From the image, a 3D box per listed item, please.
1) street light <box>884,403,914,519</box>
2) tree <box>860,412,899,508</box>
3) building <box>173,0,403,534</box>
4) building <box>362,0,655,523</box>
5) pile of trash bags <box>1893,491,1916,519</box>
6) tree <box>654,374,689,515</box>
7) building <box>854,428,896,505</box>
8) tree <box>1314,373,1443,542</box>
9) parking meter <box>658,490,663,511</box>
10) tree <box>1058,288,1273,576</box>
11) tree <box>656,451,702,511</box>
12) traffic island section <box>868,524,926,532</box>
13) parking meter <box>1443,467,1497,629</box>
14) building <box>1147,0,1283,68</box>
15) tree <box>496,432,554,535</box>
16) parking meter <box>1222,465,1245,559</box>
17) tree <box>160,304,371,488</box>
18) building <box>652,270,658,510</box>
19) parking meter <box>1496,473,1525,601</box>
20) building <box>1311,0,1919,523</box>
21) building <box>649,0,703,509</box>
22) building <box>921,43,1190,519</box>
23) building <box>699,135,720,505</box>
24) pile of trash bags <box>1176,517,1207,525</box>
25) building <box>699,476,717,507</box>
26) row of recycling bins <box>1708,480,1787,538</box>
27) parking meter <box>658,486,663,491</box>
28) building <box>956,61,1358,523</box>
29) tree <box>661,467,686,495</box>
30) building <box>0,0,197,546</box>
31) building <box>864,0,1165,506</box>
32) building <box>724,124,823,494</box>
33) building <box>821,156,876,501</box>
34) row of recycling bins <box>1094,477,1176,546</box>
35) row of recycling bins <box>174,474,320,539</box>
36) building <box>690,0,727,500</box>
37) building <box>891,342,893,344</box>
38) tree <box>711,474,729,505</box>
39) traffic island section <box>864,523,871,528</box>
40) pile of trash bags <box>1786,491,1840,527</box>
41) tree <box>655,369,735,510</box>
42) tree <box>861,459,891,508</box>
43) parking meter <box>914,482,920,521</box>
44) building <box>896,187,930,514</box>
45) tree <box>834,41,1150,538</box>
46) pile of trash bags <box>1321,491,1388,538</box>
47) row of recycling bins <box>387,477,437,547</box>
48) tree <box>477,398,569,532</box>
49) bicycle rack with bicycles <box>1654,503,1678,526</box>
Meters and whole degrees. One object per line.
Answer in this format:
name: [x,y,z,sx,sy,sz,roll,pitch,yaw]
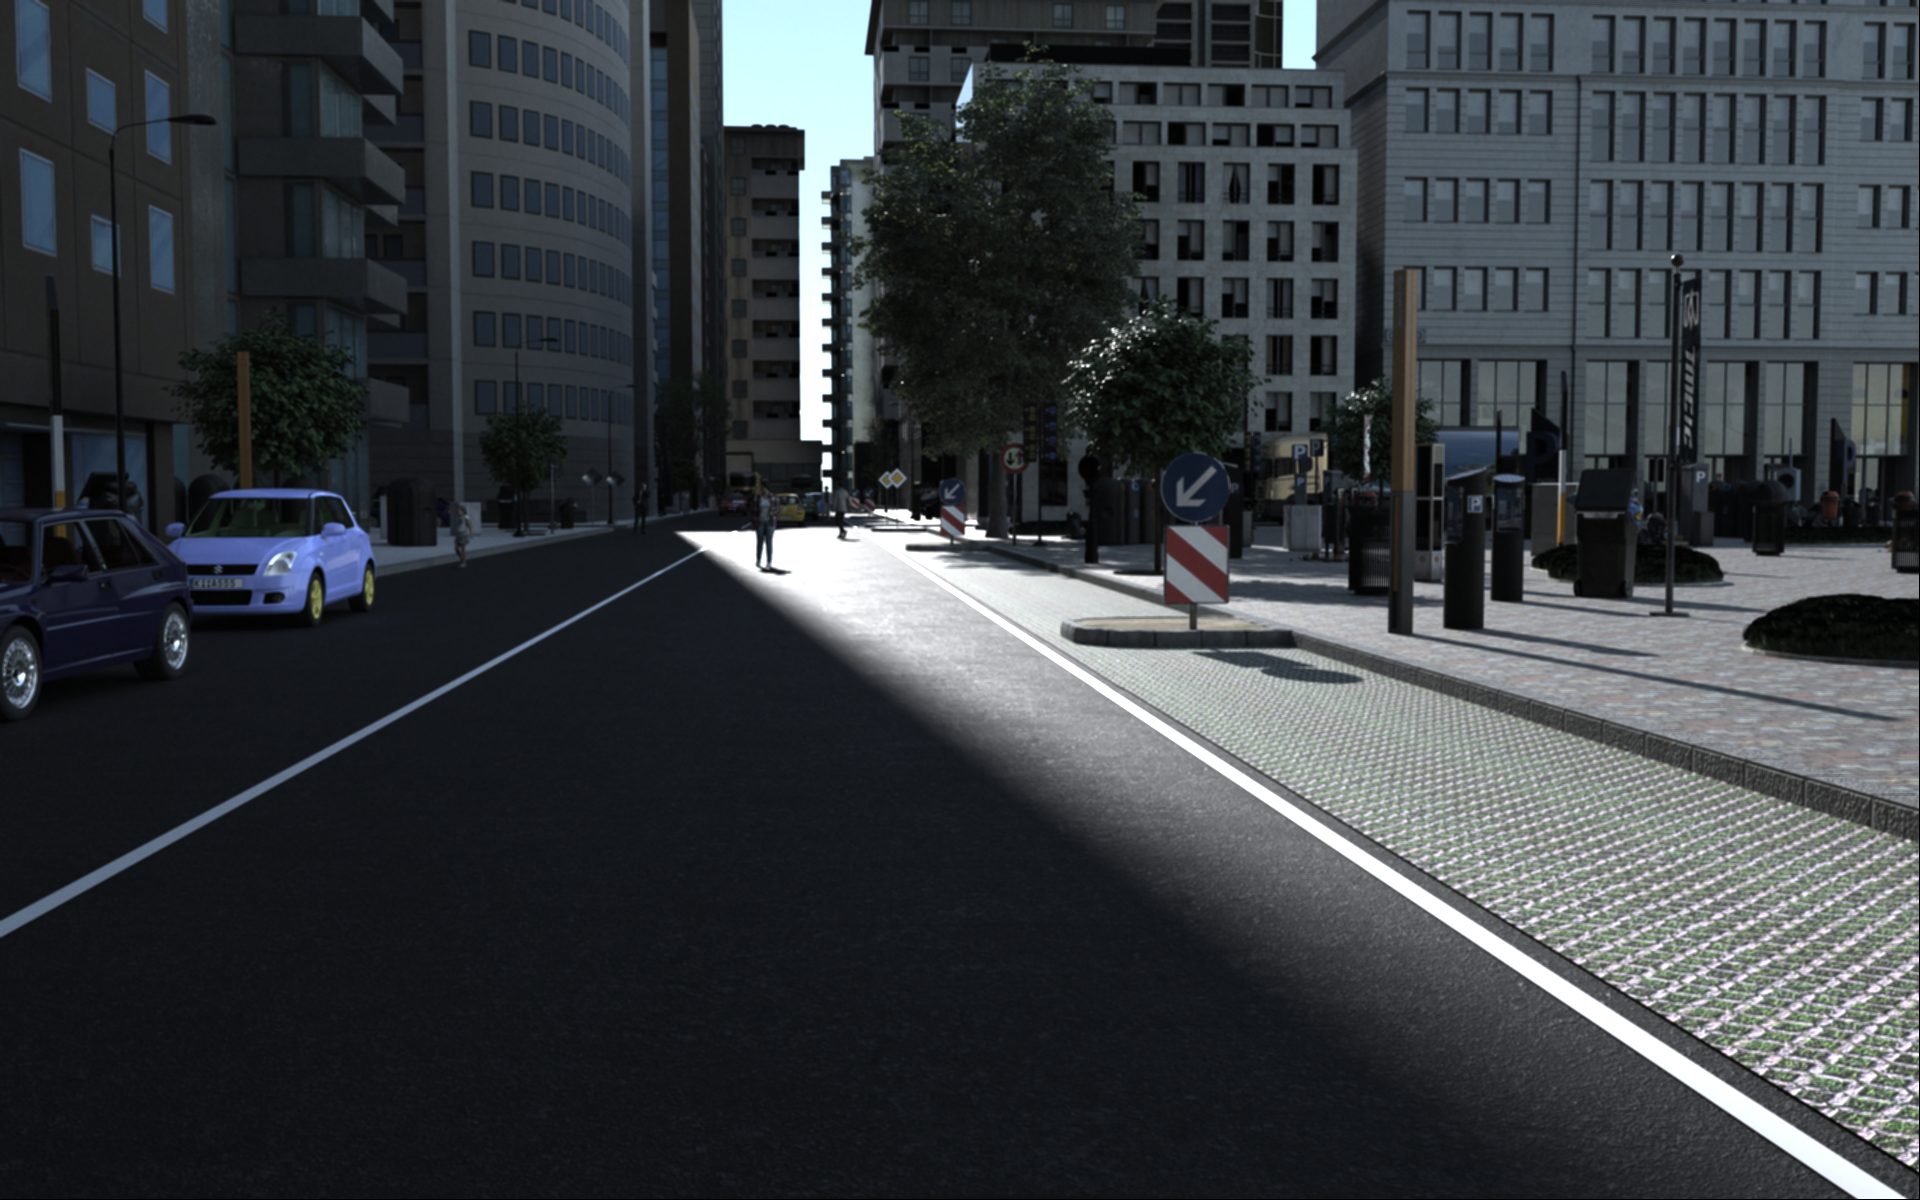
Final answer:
street light: [-2.966,-7.102,88.655,1.470,5.913,1.316,0,4,-5]
tree: [-7.130,-12.551,155.579,4.360,8.622,3.978,0,3,0]
building: [-32.553,-26.243,48.679,30.456,49.044,23.786,0,4,-5]
building: [-27.169,-33.230,85.303,21.231,58.520,28.212,0,4,-5]
pile of trash bags: [53.024,-5.419,98.361,1.912,1.369,3.447,1,4,13]
tree: [-18.760,-9.567,106.777,4.360,8.622,3.978,0,3,0]
building: [-1.303,-54.760,208.003,22.319,86.520,31.000,0,4,-5]
tree: [11.372,-3.878,47.117,4.285,4.588,4.351,0,3,0]
parking meter: [-19.857,-6.508,114.817,0.372,1.533,0.369,0,3,0]
tree: [3.272,-2.695,27.777,4.285,4.588,4.351,0,3,0]
tree: [-21.114,-8.955,130.122,4.285,4.588,4.351,0,3,0]
traffic island section: [-2.388,-2.701,66.445,2.009,0.180,2.903,0,4,-5]
parking meter: [4.819,-0.497,16.537,0.372,1.533,0.369,0,3,0]
building: [35.307,-49.492,247.453,20.611,71.187,20.563,0,4,-5]
tree: [-13.624,-3.634,54.017,1.663,3.219,1.824,0,3,0]
parking meter: [5.438,-1.759,34.478,0.399,1.863,0.255,0,4,-6]
tree: [-11.976,-2.834,30.058,4.285,4.588,4.351,0,3,0]
building: [-36.541,-16.954,122.229,27.650,21.520,28.899,0,4,-5]
parking meter: [6.586,-0.759,20.826,0.372,1.533,0.369,0,3,0]
building: [32.943,-18.682,82.937,29.804,29.767,11.434,0,4,-5]
building: [-30.381,-30.810,153.857,14.600,45.320,14.200,0,4,-5]
building: [4.570,-16.158,93.861,12.332,23.373,15.834,0,4,-5]
building: [-34.211,-31.105,192.157,14.154,41.232,14.086,0,4,-5]
pile of trash bags: [5.962,-2.481,50.309,3.447,1.369,1.912,0,4,-3]
building: [-41.011,-29.391,172.426,32.217,40.220,23.993,0,4,-5]
row of recycling bins: [23.133,-2.690,51.100,1.069,1.692,3.534,0,4,-8]
parking meter: [-21.658,-7.323,125.435,0.399,1.863,0.255,1,4,9]
building: [8.642,-13.830,80.868,16.860,20.320,10.420,0,4,-5]
tree: [-20.038,-7.746,121.252,1.663,3.219,1.824,0,3,0]
building: [-21.717,-23.006,26.267,14.600,45.320,14.200,0,4,-5]
building: [4.964,-36.150,180.283,28.713,52.752,27.495,0,4,-5]
building: [-33.495,-40.156,245.789,27.495,52.752,28.713,0,4,-5]
building: [-4.373,-38.284,245.553,30.456,49.044,23.786,0,4,-5]
row of recycling bins: [4.413,-2.272,44.263,1.069,1.692,3.534,2,4,35]
row of recycling bins: [-15.104,-1.769,36.039,3.534,1.692,1.069,0,4,-5]
building: [-39.448,-47.255,210.863,20.611,71.187,20.563,0,4,-5]
building: [1.627,-18.132,138.257,13.314,21.916,24.055,0,4,-5]
tree: [-23.576,-10.716,169.806,1.663,3.219,1.824,0,3,0]
traffic island section: [-3.099,-3.188,74.399,2.009,0.180,2.903,0,4,-5]
pile of trash bags: [27.735,-2.872,56.705,1.912,1.369,3.447,0,4,-3]
tree: [-22.273,-13.327,143.651,9.928,11.665,9.643,0,3,0]
tree: [-7.859,-10.966,163.002,4.285,4.588,4.351,0,3,0]
parking meter: [-2.055,-4.721,82.901,0.255,1.863,0.399,1,4,9]
building: [3.092,-16.634,113.761,13.314,21.916,24.055,0,4,-5]
tree: [1.094,-8.807,50.654,9.857,13.997,8.962,0,3,0]
pile of trash bags: [12.131,-2.616,52.518,1.912,1.369,3.447,2,4,25]
row of recycling bins: [-13.916,-2.241,43.750,1.069,1.692,3.534,-2,4,-24]
tree: [-14.888,-4.623,59.306,4.285,4.588,4.351,0,3,0]
bicycle rack with bicycles: [27.967,-3.209,65.857,2.852,0.926,2.925,0,4,2]
